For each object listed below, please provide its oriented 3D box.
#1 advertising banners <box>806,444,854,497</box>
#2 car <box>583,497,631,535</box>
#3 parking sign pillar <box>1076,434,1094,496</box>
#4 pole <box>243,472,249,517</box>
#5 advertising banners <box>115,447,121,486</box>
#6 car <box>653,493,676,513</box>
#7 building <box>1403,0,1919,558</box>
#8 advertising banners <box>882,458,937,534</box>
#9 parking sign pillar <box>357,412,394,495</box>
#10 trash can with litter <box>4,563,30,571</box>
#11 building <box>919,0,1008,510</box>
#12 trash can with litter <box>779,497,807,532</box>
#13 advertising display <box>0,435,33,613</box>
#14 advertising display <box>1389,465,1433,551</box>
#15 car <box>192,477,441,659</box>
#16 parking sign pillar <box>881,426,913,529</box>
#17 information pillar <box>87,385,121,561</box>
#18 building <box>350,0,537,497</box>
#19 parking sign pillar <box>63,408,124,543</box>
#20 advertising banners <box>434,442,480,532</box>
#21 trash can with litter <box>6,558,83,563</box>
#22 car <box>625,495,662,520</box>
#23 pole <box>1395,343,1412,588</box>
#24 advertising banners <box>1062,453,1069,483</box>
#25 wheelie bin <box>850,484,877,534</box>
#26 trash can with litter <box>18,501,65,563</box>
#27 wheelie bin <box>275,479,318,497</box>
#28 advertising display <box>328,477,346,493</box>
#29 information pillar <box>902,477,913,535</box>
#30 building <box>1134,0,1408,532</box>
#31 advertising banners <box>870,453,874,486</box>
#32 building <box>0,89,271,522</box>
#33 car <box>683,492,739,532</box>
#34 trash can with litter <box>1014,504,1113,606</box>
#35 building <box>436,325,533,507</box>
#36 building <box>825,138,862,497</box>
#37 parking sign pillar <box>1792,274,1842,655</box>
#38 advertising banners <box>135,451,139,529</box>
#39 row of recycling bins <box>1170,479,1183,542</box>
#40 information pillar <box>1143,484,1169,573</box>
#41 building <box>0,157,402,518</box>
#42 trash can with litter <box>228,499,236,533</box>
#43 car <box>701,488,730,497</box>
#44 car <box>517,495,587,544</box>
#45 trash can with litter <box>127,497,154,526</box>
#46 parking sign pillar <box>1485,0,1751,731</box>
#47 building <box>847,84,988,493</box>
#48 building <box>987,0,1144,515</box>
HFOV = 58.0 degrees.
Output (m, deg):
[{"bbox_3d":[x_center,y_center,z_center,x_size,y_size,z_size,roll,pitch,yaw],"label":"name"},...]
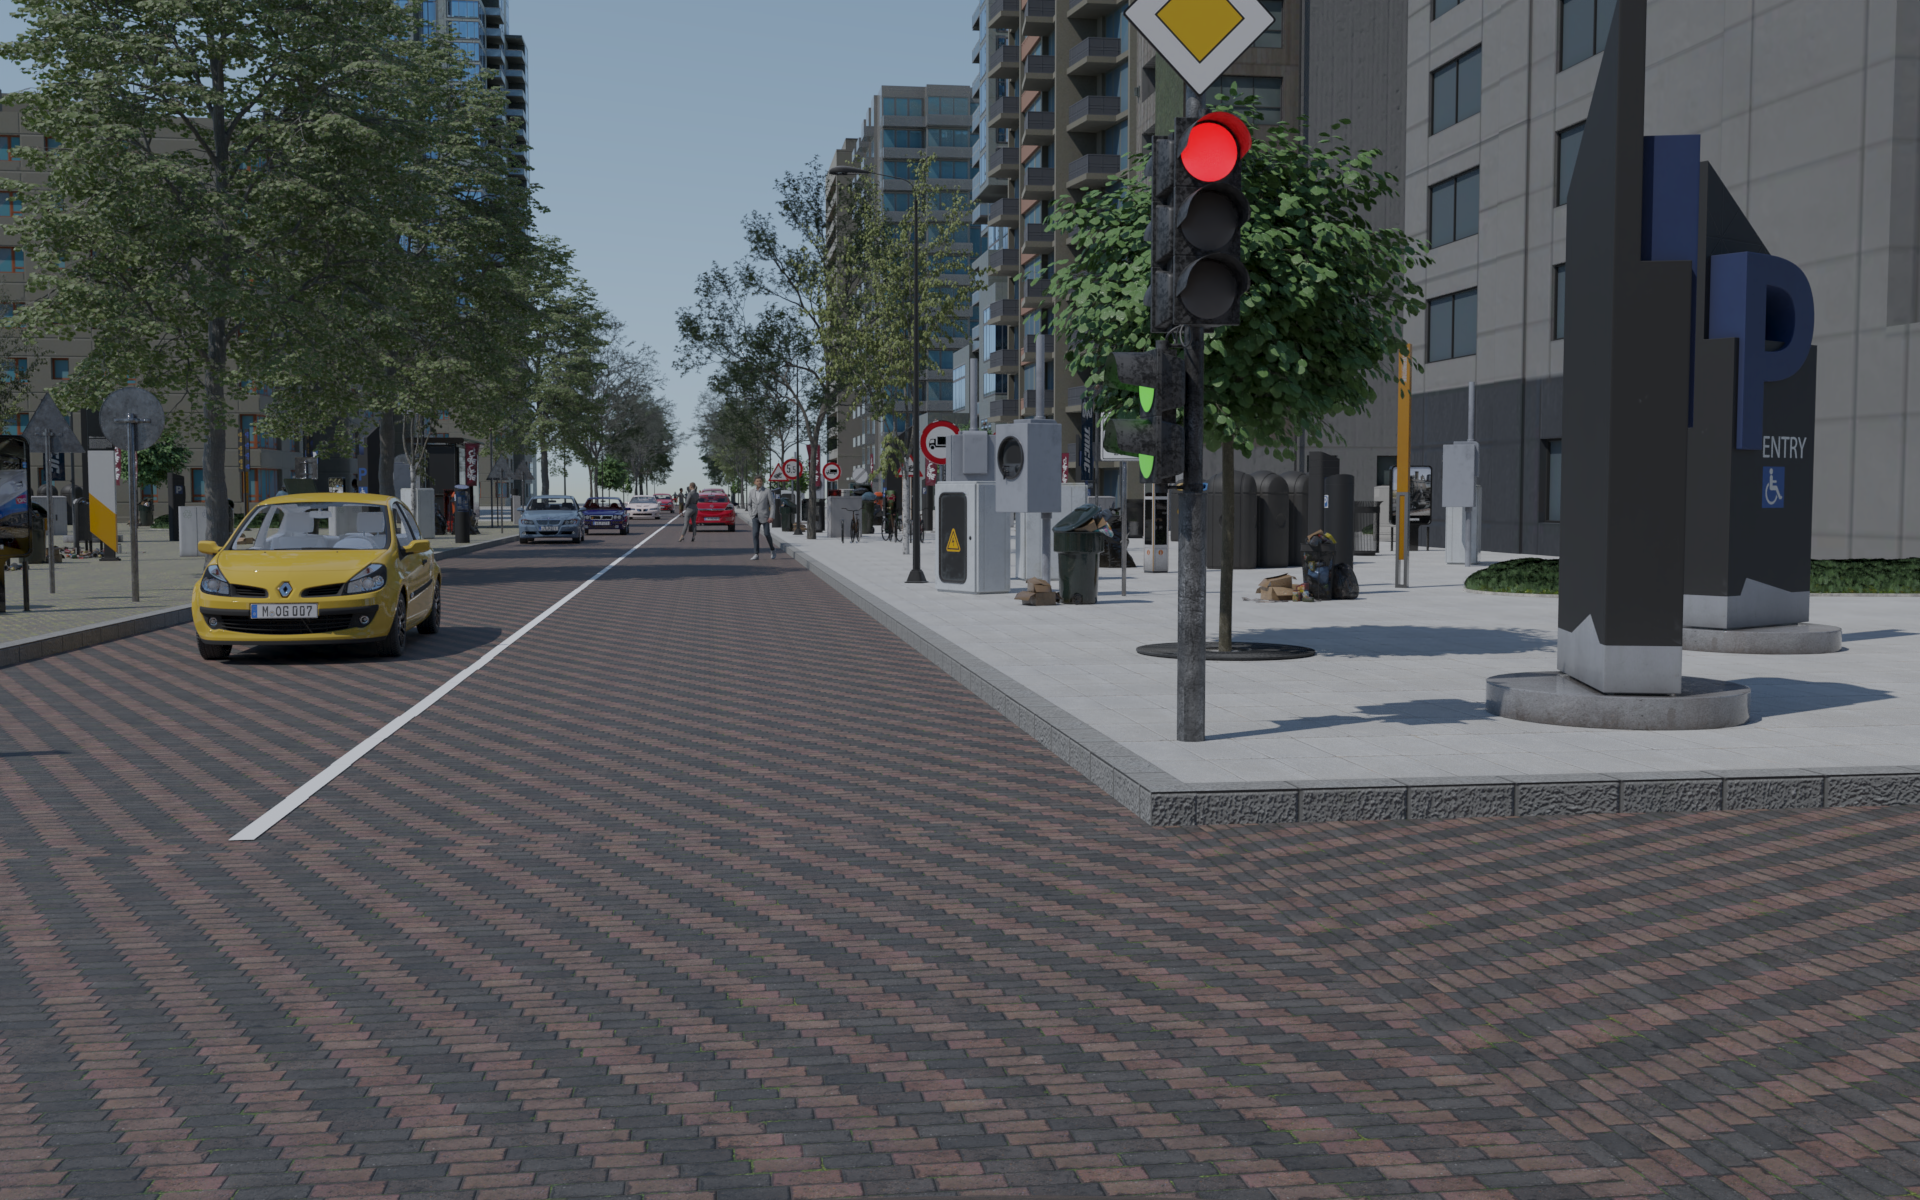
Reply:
[{"bbox_3d":[-4.392,-3.967,61.056,2.074,3.025,0.090,0,4,-1],"label":"advertising banners"},{"bbox_3d":[-12.690,-3.003,61.675,1.945,1.354,3.894,-1,4,-9],"label":"car"},{"bbox_3d":[5.664,-5.511,78.581,1.447,3.967,1.447,2,4,24],"label":"parking sign pillar"},{"bbox_3d":[-30.240,-4.864,73.365,0.158,3.312,0.155,0,3,0],"label":"pole"},{"bbox_3d":[-27.407,-3.620,55.379,2.074,3.025,0.090,2,4,31],"label":"advertising banners"},{"bbox_3d":[-22.338,-7.384,129.770,2.155,1.783,4.494,0,4,-7],"label":"car"},{"bbox_3d":[22.598,-36.361,32.760,20.611,71.187,20.563,-1,4,-8],"label":"building"},{"bbox_3d":[-1.585,-3.656,55.971,2.074,3.025,0.090,2,4,26],"label":"advertising banners"},{"bbox_3d":[-18.921,-4.139,56.146,1.447,3.967,1.447,1,4,21],"label":"parking sign pillar"},{"bbox_3d":[-16.350,-1.082,28.747,1.678,1.210,2.233,1,4,9],"label":"trash can with litter"},{"bbox_3d":[9.213,-50.075,131.405,22.319,86.520,31.000,-1,4,-8],"label":"building"},{"bbox_3d":[-5.600,-2.887,58.584,1.055,1.170,0.624,2,4,35],"label":"trash can with litter"},{"bbox_3d":[-10.497,-0.819,18.612,0.123,1.923,0.974,3,4,37],"label":"advertising display"},{"bbox_3d":[10.120,-2.061,38.918,0.974,1.923,0.123,-1,4,-9],"label":"advertising display"},{"bbox_3d":[-5.967,-0.374,16.335,2.015,1.641,3.980,-1,4,-10],"label":"car"},{"bbox_3d":[-2.169,-4.601,63.700,1.447,3.967,1.447,-2,4,-24],"label":"parking sign pillar"},{"bbox_3d":[-16.384,-2.553,33.102,0.504,3.616,0.183,0,4,-6],"label":"information pillar"},{"bbox_3d":[-64.784,-55.368,217.942,22.319,86.520,31.000,-1,4,-8],"label":"building"},{"bbox_3d":[-23.115,-3.524,46.082,1.447,3.967,1.447,-2,4,-26],"label":"parking sign pillar"},{"bbox_3d":[-17.231,-3.811,58.501,2.074,3.025,0.090,-2,4,-27],"label":"advertising banners"},{"bbox_3d":[-17.834,-1.442,34.639,1.678,1.210,2.233,0,4,1],"label":"trash can with litter"},{"bbox_3d":[-18.000,-5.270,98.520,2.083,1.381,4.827,-1,4,-9],"label":"car"},{"bbox_3d":[6.047,-1.820,23.601,0.158,3.312,0.155,0,3,0],"label":"pole"},{"bbox_3d":[4.046,-4.762,74.039,0.090,3.025,2.074,-2,4,-32],"label":"advertising banners"},{"bbox_3d":[-3.120,-2.918,55.616,0.980,1.594,0.693,1,4,23],"label":"wheelie bin"},{"bbox_3d":[-17.121,-1.267,32.095,0.624,1.170,1.055,0,4,2],"label":"trash can with litter"},{"bbox_3d":[-13.528,-1.681,35.389,0.693,1.594,0.980,3,5,42],"label":"wheelie bin"},{"bbox_3d":[-23.994,-3.764,66.747,0.974,1.923,0.123,3,4,37],"label":"advertising display"},{"bbox_3d":[-1.622,-3.055,54.433,0.304,2.012,0.304,1,4,18],"label":"information pillar"},{"bbox_3d":[13.598,-17.925,64.772,14.160,30.474,14.107,-1,4,-8],"label":"building"},{"bbox_3d":[-4.022,-4.847,75.435,0.090,3.025,2.074,-1,4,-16],"label":"advertising banners"},{"bbox_3d":[-48.299,-15.131,92.432,27.650,21.520,28.899,-1,4,-8],"label":"building"},{"bbox_3d":[-9.625,-3.544,66.980,2.155,1.783,4.494,-1,4,-9],"label":"car"},{"bbox_3d":[1.199,-0.530,20.053,1.055,1.170,0.624,-2,4,-29],"label":"trash can with litter"},{"bbox_3d":[-62.414,-21.048,189.173,27.650,21.520,28.899,-1,4,-8],"label":"building"},{"bbox_3d":[-6.661,-37.268,233.034,21.300,48.544,21.600,-1,4,-8],"label":"building"},{"bbox_3d":[6.592,-1.587,14.421,1.447,3.967,1.447,-3,4,-36],"label":"parking sign pillar"},{"bbox_3d":[-30.660,-4.177,64.487,0.090,3.025,2.074,-2,4,-26],"label":"advertising banners"},{"bbox_3d":[6.984,-2.375,45.948,1.069,1.692,3.534,-3,5,-39],"label":"row of recycling bins"},{"bbox_3d":[3.188,-1.445,28.124,0.304,2.012,0.304,-2,4,-25],"label":"information pillar"},{"bbox_3d":[-53.385,-16.869,120.849,27.650,21.520,28.899,-1,4,-8],"label":"building"},{"bbox_3d":[-20.768,-2.290,48.830,0.624,1.170,1.055,-1,4,-19],"label":"trash can with litter"},{"bbox_3d":[-16.656,-6.624,116.971,2.281,1.827,5.304,0,4,-7],"label":"car"},{"bbox_3d":[-12.119,-2.419,51.549,2.014,1.417,4.499,-1,4,-10],"label":"car"},{"bbox_3d":[-32.492,-3.500,68.618,1.055,1.170,0.624,0,4,6],"label":"trash can with litter"},{"bbox_3d":[3.818,-1.316,9.983,1.447,3.967,1.447,1,4,8],"label":"parking sign pillar"},{"bbox_3d":[-1.091,-35.924,206.961,23.786,49.044,30.456,-1,4,-8],"label":"building"},{"bbox_3d":[13.461,-27.385,102.366,22.147,44.769,28.867,-1,4,-8],"label":"building"}]
